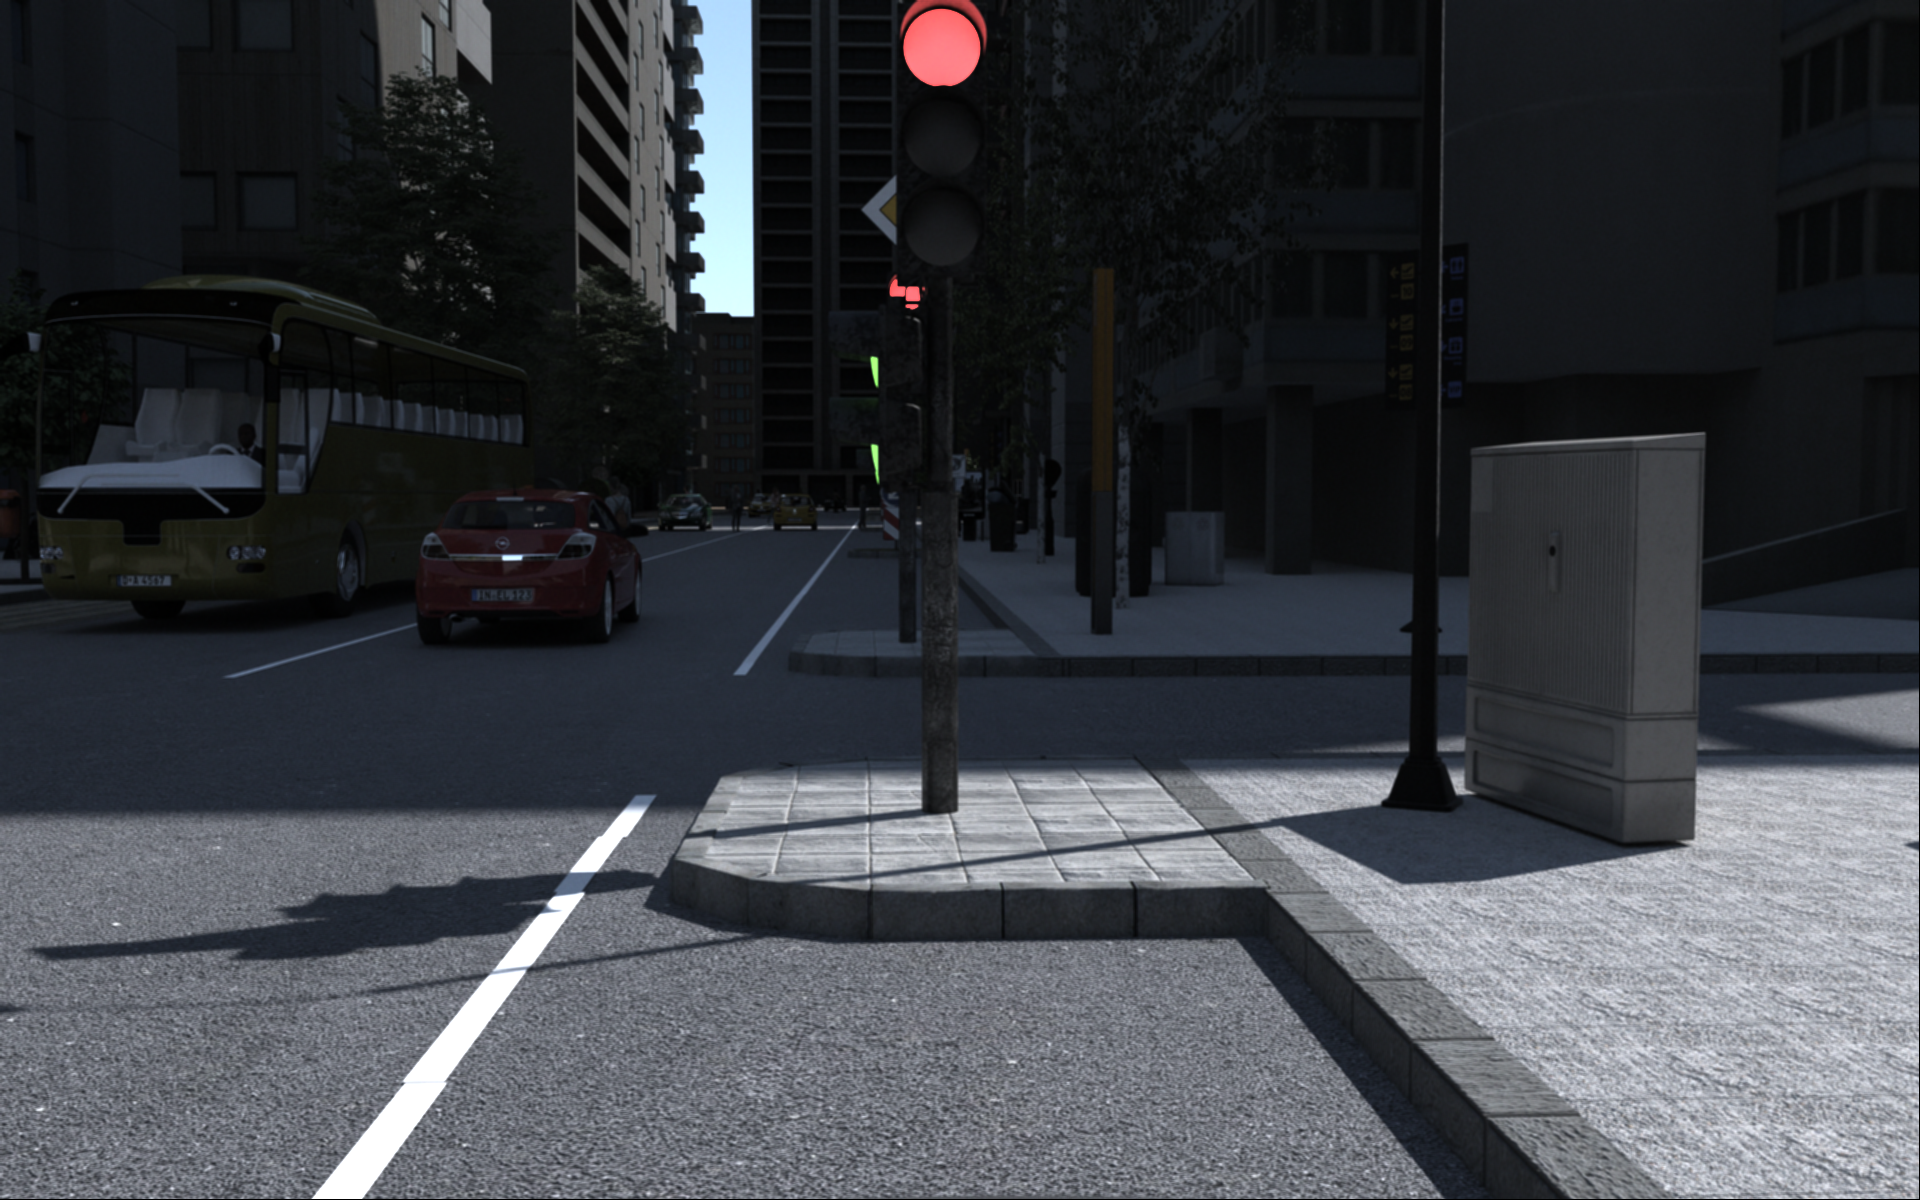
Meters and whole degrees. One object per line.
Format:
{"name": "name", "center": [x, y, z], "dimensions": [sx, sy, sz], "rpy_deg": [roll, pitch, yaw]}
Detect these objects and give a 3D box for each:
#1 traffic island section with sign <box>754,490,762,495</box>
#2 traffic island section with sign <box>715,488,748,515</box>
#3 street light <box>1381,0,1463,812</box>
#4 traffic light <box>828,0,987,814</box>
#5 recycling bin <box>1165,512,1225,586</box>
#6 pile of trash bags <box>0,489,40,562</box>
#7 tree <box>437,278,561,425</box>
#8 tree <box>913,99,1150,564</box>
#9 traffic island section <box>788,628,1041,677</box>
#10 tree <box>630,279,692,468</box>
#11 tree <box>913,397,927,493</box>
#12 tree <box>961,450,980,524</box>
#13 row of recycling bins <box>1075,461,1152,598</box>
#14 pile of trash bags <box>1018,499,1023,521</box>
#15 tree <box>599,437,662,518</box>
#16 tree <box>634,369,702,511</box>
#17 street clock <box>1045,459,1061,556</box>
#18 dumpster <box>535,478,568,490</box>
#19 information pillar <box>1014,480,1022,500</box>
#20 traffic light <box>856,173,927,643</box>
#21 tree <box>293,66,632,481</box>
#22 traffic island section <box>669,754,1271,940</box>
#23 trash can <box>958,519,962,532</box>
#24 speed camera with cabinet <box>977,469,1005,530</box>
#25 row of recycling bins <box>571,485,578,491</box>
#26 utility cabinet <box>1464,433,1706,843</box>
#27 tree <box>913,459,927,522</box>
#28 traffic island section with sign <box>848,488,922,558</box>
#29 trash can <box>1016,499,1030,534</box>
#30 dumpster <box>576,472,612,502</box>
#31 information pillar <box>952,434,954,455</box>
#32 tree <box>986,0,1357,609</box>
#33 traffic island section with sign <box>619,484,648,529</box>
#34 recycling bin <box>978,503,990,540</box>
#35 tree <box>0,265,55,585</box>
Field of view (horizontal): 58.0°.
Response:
{"name": "traffic island section with sign", "center": [-16.620, -8.225, 143.100], "dimensions": [1.989, 1.847, 2.006], "rpy_deg": [0, 4, -3]}
{"name": "traffic island section with sign", "center": [-15.373, -6.578, 116.174], "dimensions": [1.989, 1.847, 2.006], "rpy_deg": [0, 4, -3]}
{"name": "street light", "center": [1.369, -2.105, 6.957], "dimensions": [1.470, 5.913, 1.316], "rpy_deg": [0, 4, -3]}
{"name": "traffic light", "center": [-0.100, -1.100, 6.901], "dimensions": [0.839, 4.253, 0.868], "rpy_deg": [0, 4, -3]}
{"name": "recycling bin", "center": [3.323, -0.731, 24.504], "dimensions": [0.722, 1.027, 0.722], "rpy_deg": [1, 4, 19]}
{"name": "pile of trash bags", "center": [-17.952, -1.491, 34.135], "dimensions": [1.912, 1.369, 3.447], "rpy_deg": [0, 4, 1]}
{"name": "tree", "center": [-15.296, -6.493, 56.519], "dimensions": [4.737, 8.622, 4.395], "rpy_deg": [0, 3, 0]}
{"name": "tree", "center": [1.259, -4.978, 31.750], "dimensions": [4.737, 8.622, 4.395], "rpy_deg": [0, 3, 0]}
{"name": "traffic island section", "center": [-0.431, 0.446, 14.994], "dimensions": [2.009, 0.180, 2.903], "rpy_deg": [0, 4, -3]}
{"name": "tree", "center": [-17.003, -10.234, 85.450], "dimensions": [7.486, 12.596, 7.792], "rpy_deg": [0, 3, 0]}
{"name": "tree", "center": [-2.389, -9.376, 103.667], "dimensions": [4.360, 8.622, 3.978], "rpy_deg": [0, 3, 0]}
{"name": "tree", "center": [0.474, -4.921, 75.054], "dimensions": [1.663, 3.219, 1.824], "rpy_deg": [0, 3, 0]}
{"name": "row of recycling bins", "center": [2.062, -0.980, 23.130], "dimensions": [1.069, 1.692, 3.534], "rpy_deg": [0, 4, 7]}
{"name": "pile of trash bags", "center": [3.228, -4.469, 82.826], "dimensions": [1.912, 1.369, 3.447], "rpy_deg": [-2, 4, -28]}
{"name": "tree", "center": [-17.779, -6.711, 93.436], "dimensions": [4.285, 4.588, 4.351], "rpy_deg": [0, 3, 0]}
{"name": "tree", "center": [-17.129, -9.150, 99.960], "dimensions": [4.737, 8.622, 4.395], "rpy_deg": [0, 3, 0]}
{"name": "street clock", "center": [1.863, -1.927, 36.079], "dimensions": [0.471, 2.002, 0.358], "rpy_deg": [0, 4, -4]}
{"name": "dumpster", "center": [-15.214, -3.551, 63.811], "dimensions": [1.264, 1.857, 1.865], "rpy_deg": [0, 4, -3]}
{"name": "information pillar", "center": [2.957, -5.149, 88.678], "dimensions": [0.304, 2.012, 0.304], "rpy_deg": [-3, 5, -41]}
{"name": "traffic light", "center": [-0.472, -1.588, 14.878], "dimensions": [0.839, 4.253, 0.868], "rpy_deg": [0, 4, -3]}
{"name": "tree", "center": [-14.037, -7.855, 46.564], "dimensions": [7.486, 12.596, 7.792], "rpy_deg": [0, 3, 0]}
{"name": "traffic island section", "center": [-0.059, 0.934, 7.017], "dimensions": [2.009, 0.180, 2.903], "rpy_deg": [0, 4, -3]}
{"name": "trash can", "center": [-0.255, -2.719, 56.115], "dimensions": [0.748, 1.137, 0.748], "rpy_deg": [0, 3, 0]}
{"name": "speed camera with cabinet", "center": [1.071, -4.166, 62.447], "dimensions": [0.660, 3.252, 2.038], "rpy_deg": [1, 4, 18]}
{"name": "row of recycling bins", "center": [-17.358, -4.514, 80.918], "dimensions": [3.534, 1.692, 1.069], "rpy_deg": [-1, 4, -23]}
{"name": "utility cabinet", "center": [2.407, 0.114, 6.811], "dimensions": [0.318, 1.500, 1.173], "rpy_deg": [-1, 4, -12]}
{"name": "tree", "center": [-1.448, -5.283, 80.974], "dimensions": [1.663, 3.219, 1.824], "rpy_deg": [0, 3, 0]}
{"name": "traffic island section with sign", "center": [-1.566, -1.892, 39.566], "dimensions": [1.989, 1.847, 2.006], "rpy_deg": [0, 4, -3]}
{"name": "trash can", "center": [1.904, -2.671, 55.332], "dimensions": [0.748, 1.137, 0.748], "rpy_deg": [0, 3, 0]}
{"name": "dumpster", "center": [-15.877, -4.466, 75.507], "dimensions": [1.502, 2.255, 1.985], "rpy_deg": [0, 4, -3]}
{"name": "information pillar", "center": [-0.258, -4.615, 66.812], "dimensions": [0.183, 3.616, 0.504], "rpy_deg": [1, 4, 8]}
{"name": "tree", "center": [2.054, -4.207, 19.153], "dimensions": [4.360, 8.622, 3.978], "rpy_deg": [0, 3, 0]}
{"name": "traffic island section with sign", "center": [-13.059, -3.542, 66.540], "dimensions": [1.989, 1.847, 2.006], "rpy_deg": [0, 4, -3]}
{"name": "recycling bin", "center": [0.994, -2.233, 49.070], "dimensions": [0.722, 1.027, 0.722], "rpy_deg": [-3, 4, -37]}
{"name": "tree", "center": [-13.562, -2.522, 24.952], "dimensions": [4.285, 4.588, 4.351], "rpy_deg": [0, 3, 0]}
